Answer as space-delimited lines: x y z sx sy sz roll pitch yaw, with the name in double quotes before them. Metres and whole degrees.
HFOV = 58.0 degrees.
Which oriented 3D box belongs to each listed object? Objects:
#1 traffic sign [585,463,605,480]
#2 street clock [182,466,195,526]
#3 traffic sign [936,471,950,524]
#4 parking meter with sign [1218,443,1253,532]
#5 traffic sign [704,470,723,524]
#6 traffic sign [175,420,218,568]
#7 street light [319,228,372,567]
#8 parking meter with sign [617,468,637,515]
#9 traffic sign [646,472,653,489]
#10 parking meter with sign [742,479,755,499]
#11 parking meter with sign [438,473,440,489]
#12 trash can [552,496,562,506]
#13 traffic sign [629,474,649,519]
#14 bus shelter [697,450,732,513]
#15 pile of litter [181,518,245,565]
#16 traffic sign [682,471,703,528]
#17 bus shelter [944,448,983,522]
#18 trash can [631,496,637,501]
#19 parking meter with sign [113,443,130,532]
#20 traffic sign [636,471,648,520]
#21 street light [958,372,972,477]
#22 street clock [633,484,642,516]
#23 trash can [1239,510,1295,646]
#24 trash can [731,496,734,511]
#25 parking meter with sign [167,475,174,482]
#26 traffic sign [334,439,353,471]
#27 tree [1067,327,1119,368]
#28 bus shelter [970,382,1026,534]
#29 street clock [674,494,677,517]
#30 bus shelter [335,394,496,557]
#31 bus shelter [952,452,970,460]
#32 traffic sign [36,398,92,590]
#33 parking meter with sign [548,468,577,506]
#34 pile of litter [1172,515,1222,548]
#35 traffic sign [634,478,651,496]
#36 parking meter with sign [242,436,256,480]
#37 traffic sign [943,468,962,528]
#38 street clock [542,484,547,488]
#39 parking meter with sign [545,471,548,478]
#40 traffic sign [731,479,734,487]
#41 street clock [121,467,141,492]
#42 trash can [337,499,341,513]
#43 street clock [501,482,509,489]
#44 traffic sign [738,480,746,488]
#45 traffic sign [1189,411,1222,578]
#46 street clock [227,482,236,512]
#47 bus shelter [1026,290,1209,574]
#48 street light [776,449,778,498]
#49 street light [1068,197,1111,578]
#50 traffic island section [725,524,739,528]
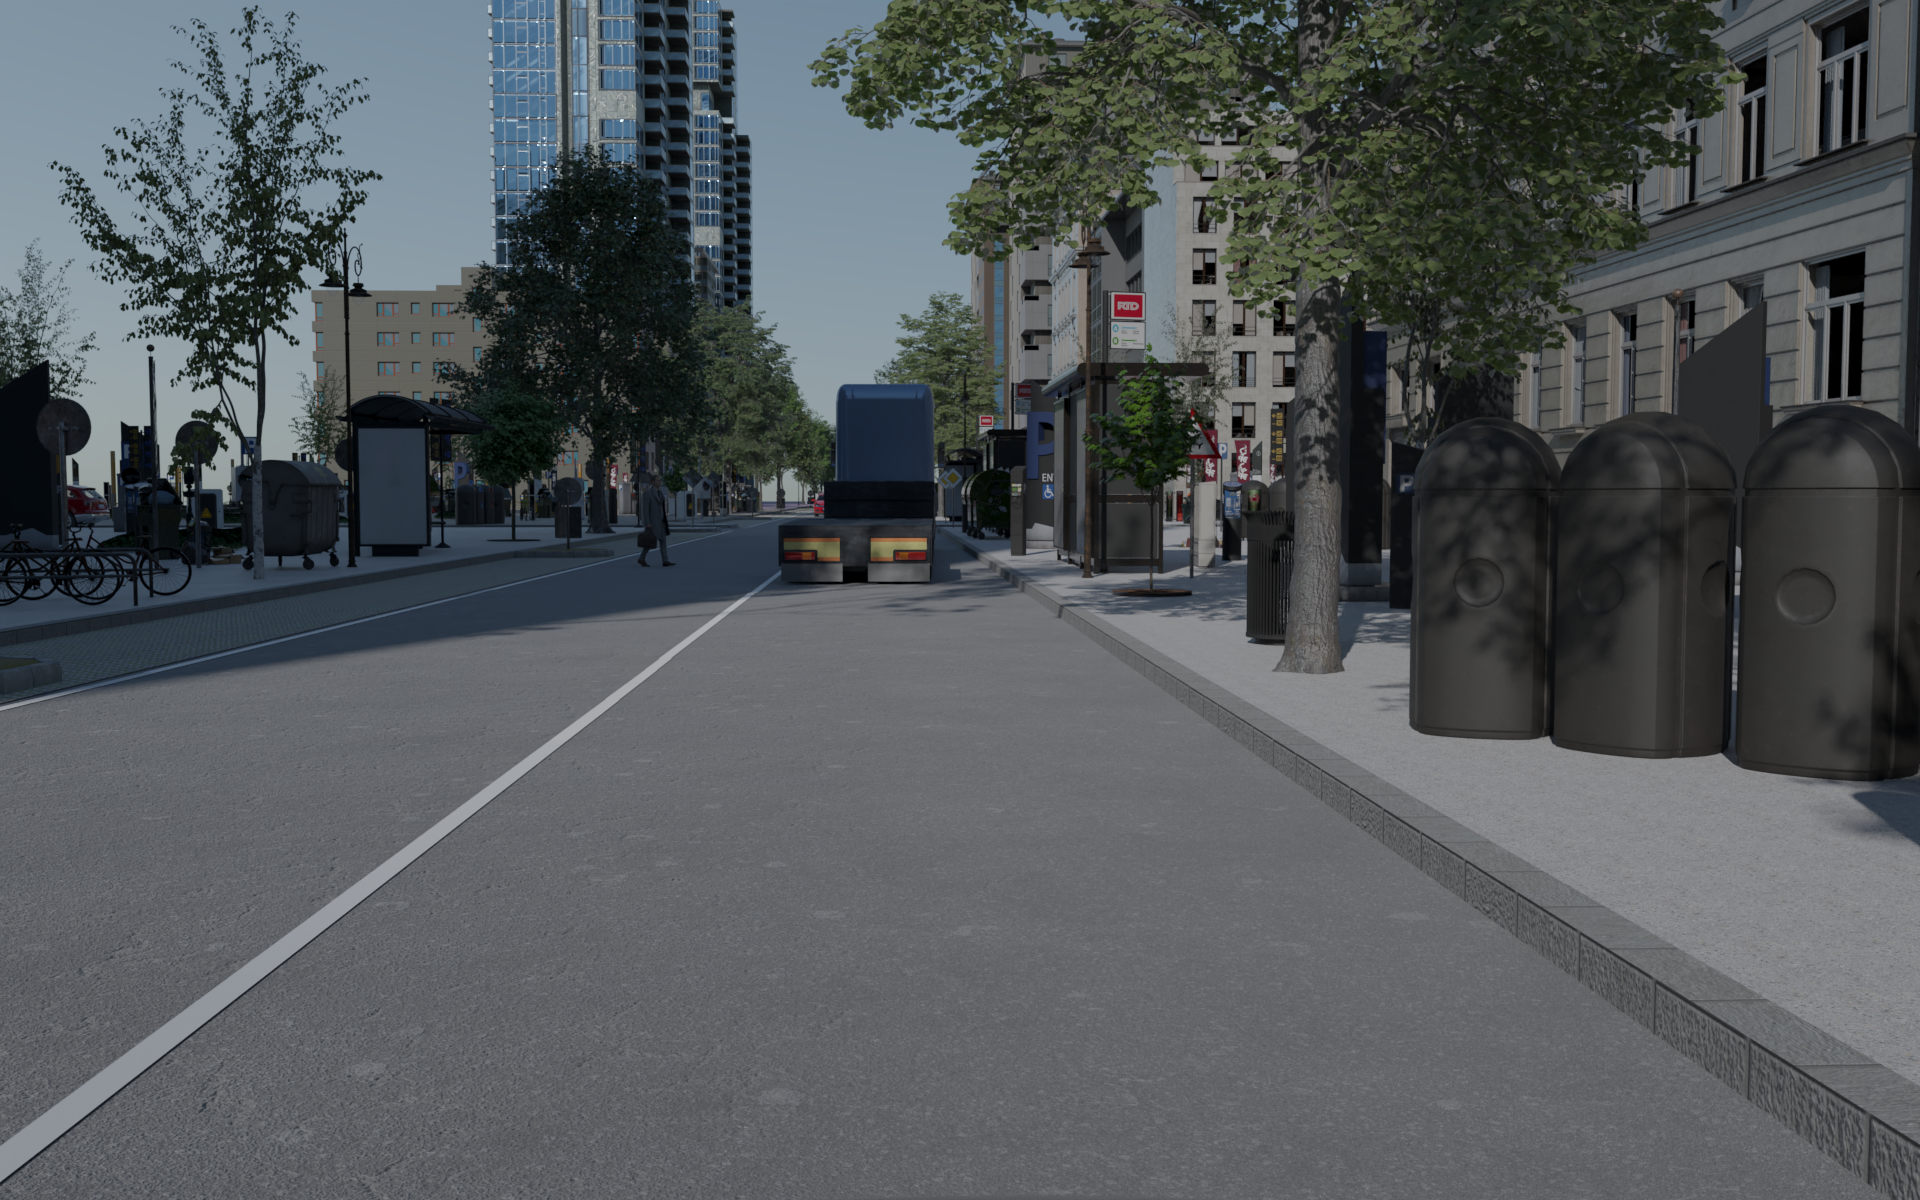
"traffic sign" -13.617 -3.947 64.634 0.768 2.556 0.104 0 4 5
"street clock" -20.133 -2.489 45.260 0.358 2.002 0.471 -1 4 -19
"traffic sign" -0.612 -4.293 73.832 0.795 2.450 0.064 0 4 -3
"parking meter with sign" 9.485 -3.803 58.437 0.543 3.016 1.738 -3 5 -44
"traffic sign" -10.448 -4.268 73.421 0.795 2.450 0.064 0 4 -3
"traffic sign" -13.176 -1.823 29.908 0.768 2.556 0.104 0 4 3
"street light" -10.671 -3.513 30.222 0.468 5.910 1.993 0 4 -3
"parking meter with sign" -21.035 -6.880 108.757 0.543 3.016 1.738 3 4 37
"traffic sign" -15.950 -5.360 88.820 0.795 2.450 0.064 0 3 0
"parking meter with sign" -18.204 -9.262 147.691 1.738 3.016 0.543 -2 4 -30
"parking meter with sign" -42.710 -8.891 141.630 0.543 3.016 1.738 -1 4 -10
"trash can" -24.057 -5.603 103.257 0.748 1.137 0.748 0 3 0
"traffic sign" -14.202 -4.686 76.627 0.884 2.594 0.081 0 4 5
"bus shelter" -17.167 -8.696 119.816 2.179 5.291 8.768 0 4 -2
"pile of litter" -13.800 -1.106 32.044 1.176 0.858 1.719 0 4 2
"traffic sign" -10.096 -3.780 65.444 0.795 2.450 0.064 0 4 -3
"bus shelter" 0.131 -5.163 78.339 2.014 3.302 5.546 0 4 -2
"trash can" -22.783 -6.666 120.642 0.748 1.137 0.748 0 3 0
"parking meter with sign" -28.409 -3.833 58.938 0.543 3.016 1.738 -1 4 -12
"traffic sign" -15.576 -5.157 84.419 0.768 2.556 0.104 0 4 3
"street light" 0.189 -5.669 65.474 0.468 5.910 1.993 0 4 -3
"street clock" -18.687 -5.868 100.506 0.358 2.002 0.471 3 4 36
"trash can" 2.758 -0.193 14.817 0.748 1.137 0.748 0 3 0
"trash can" -15.031 -6.161 112.388 0.748 1.137 0.748 0 3 0
"parking meter with sign" -65.490 -9.013 143.624 0.543 3.016 1.738 -2 4 -27
"traffic sign" -13.767 -2.387 39.141 0.768 2.556 0.104 0 4 6
"tree" 5.732 -7.665 75.678 4.360 8.622 3.978 0 3 0
"bus shelter" 1.754 -5.042 60.071 2.179 5.291 8.768 0 4 -3
"street clock" -16.185 -5.768 98.877 0.471 2.002 0.358 0 4 1
"bus shelter" -11.770 -2.692 37.936 2.014 3.302 5.546 0 4 -3
"bus shelter" 0.739 -6.607 85.652 2.179 5.291 8.768 0 4 -3
"traffic sign" -11.905 -1.401 23.012 0.768 2.556 0.104 0 4 5
"parking meter with sign" -26.952 -7.441 117.928 1.738 3.016 0.543 0 4 -6
"pile of litter" 5.872 -1.693 41.650 1.176 0.858 1.719 -2 4 -27
"traffic sign" -16.050 -5.355 87.561 0.884 2.594 0.081 0 4 6
"parking meter with sign" -21.623 -3.487 53.276 0.543 3.016 1.738 -1 4 -13
"traffic sign" -0.261 -3.805 65.855 0.795 2.450 0.064 0 4 -3
"street clock" -29.260 -7.162 121.663 0.358 2.002 0.471 2 4 25
"parking meter with sign" -30.837 -8.308 132.101 1.738 3.016 0.543 3 4 37
"traffic sign" -18.238 -8.355 136.703 0.768 2.556 0.104 0 4 1
"street clock" -22.538 -2.604 47.139 0.471 2.002 0.358 -1 4 -19
"trash can" -48.136 -7.403 132.687 0.748 1.137 0.748 0 3 0
"street clock" -27.474 -6.121 104.641 0.471 2.002 0.358 0 4 1
"traffic sign" -18.499 -8.943 146.318 0.768 2.556 0.104 0 4 2
"traffic sign" 3.528 -1.609 26.316 0.884 2.594 0.081 0 4 5
"street clock" -41.449 -5.763 98.792 0.358 2.002 0.471 0 4 -7
"bus shelter" 2.734 -3.318 31.889 2.179 5.291 8.768 0 4 -3
"street light" -15.827 -10.848 150.154 0.468 5.910 1.993 0 4 -3
"street light" 1.948 -3.273 26.294 0.468 5.910 1.993 0 4 -3
"traffic island section" -10.471 -3.132 73.482 2.009 0.180 2.903 0 4 -3
